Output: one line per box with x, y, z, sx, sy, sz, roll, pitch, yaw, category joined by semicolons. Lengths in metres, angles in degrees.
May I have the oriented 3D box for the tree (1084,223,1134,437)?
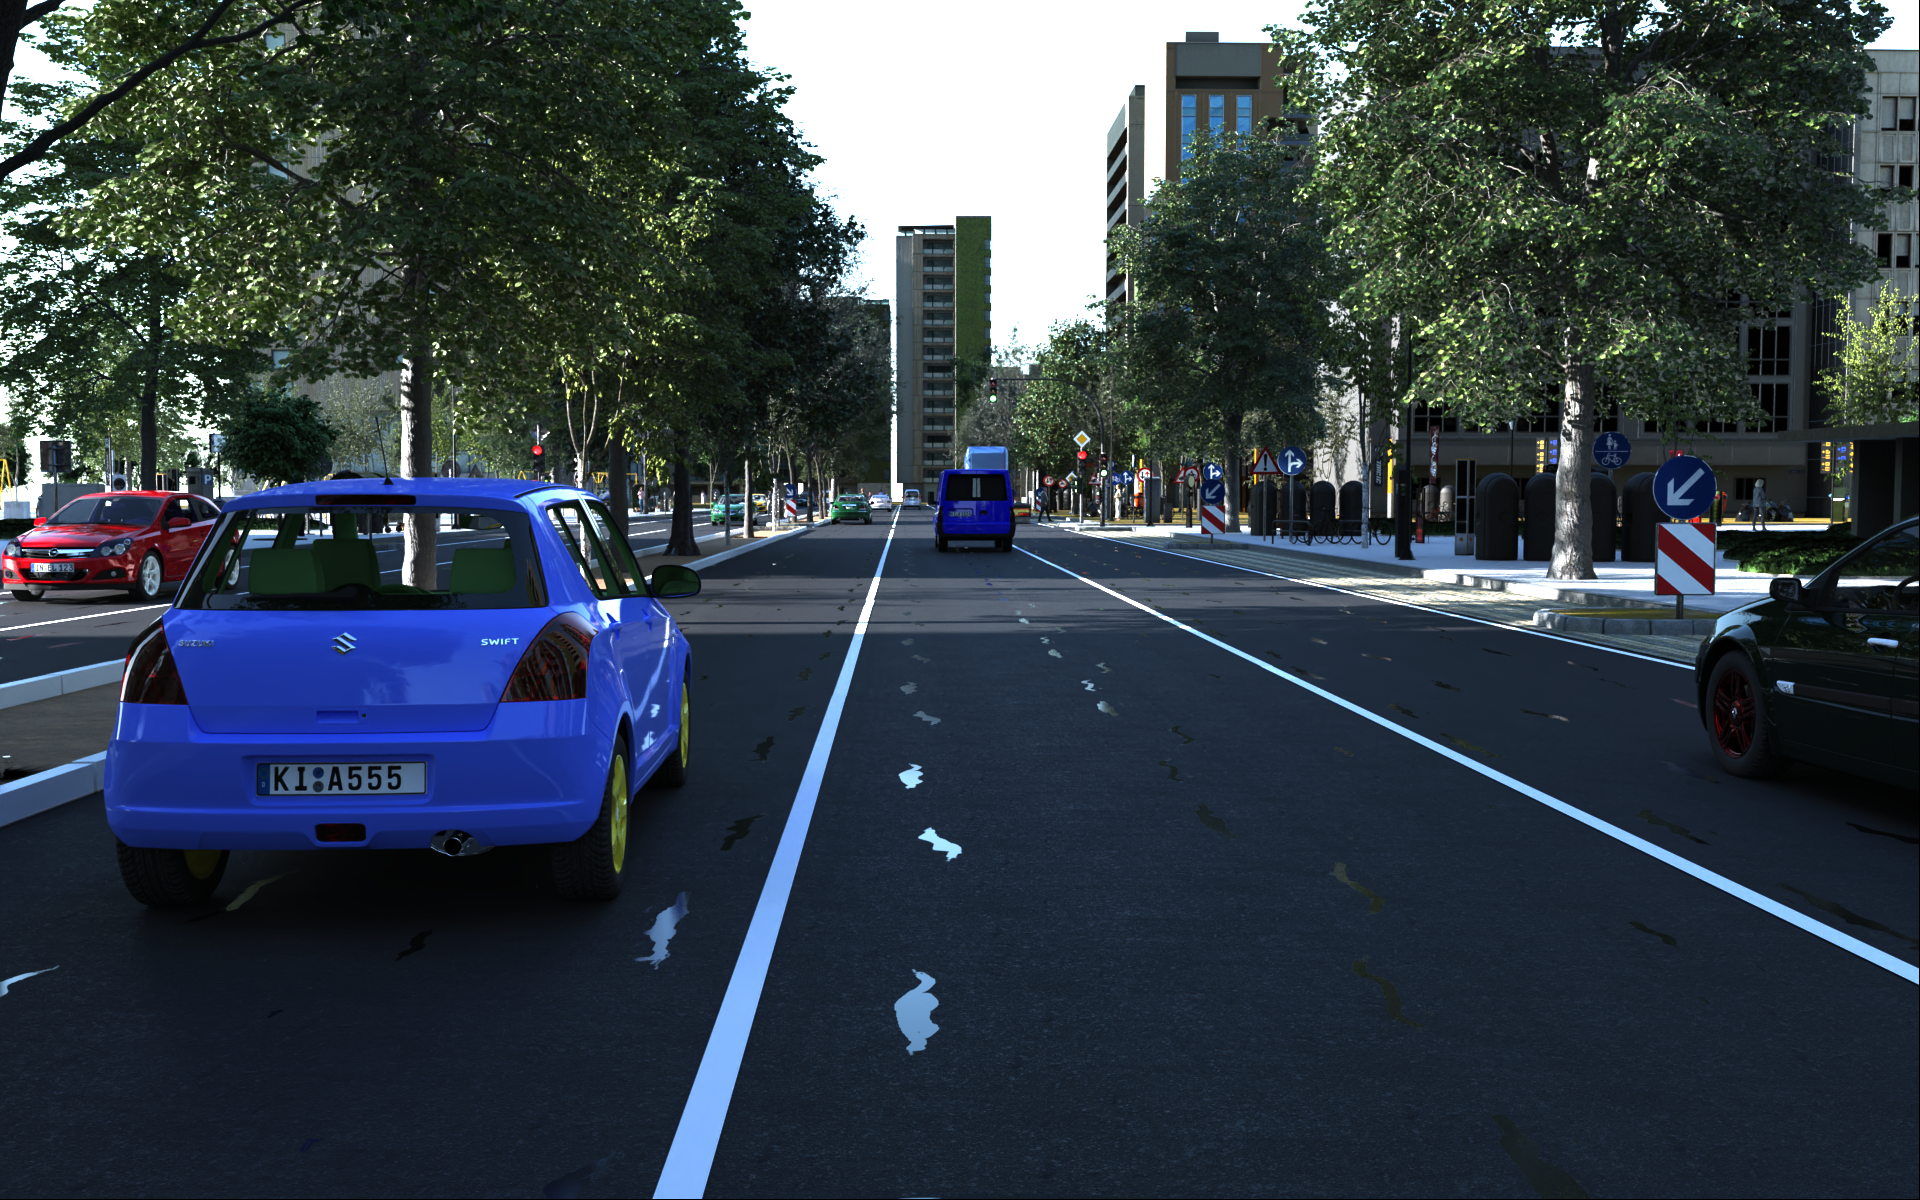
8.939;-9.221;57.411;9.857;13.997;8.962;0;3;0;tree

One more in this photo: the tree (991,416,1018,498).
4.664;-12.535;155.304;4.360;8.622;3.978;0;3;0;tree

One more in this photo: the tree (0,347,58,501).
-45.876;-8.145;83.534;4.360;8.622;3.978;0;3;0;tree

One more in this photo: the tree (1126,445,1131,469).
15.241;-12.102;148.237;4.737;8.622;4.395;0;3;0;tree

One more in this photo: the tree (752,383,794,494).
-6.380;-5.789;47.464;4.737;8.622;4.395;0;3;0;tree

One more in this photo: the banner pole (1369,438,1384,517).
18.641;-5.365;77.736;0.863;3.779;0.401;-1;4;-10;banner pole

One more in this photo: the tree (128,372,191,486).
-46.269;-9.105;99.230;4.360;8.622;3.978;0;3;0;tree

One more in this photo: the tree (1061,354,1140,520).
7.277;-8.367;87.161;4.360;8.622;3.978;0;3;0;tree

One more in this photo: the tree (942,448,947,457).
5.018;-15.902;170.375;12.009;13.543;11.850;0;3;0;tree

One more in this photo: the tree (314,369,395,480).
-36.009;-9.236;101.366;4.360;8.622;3.978;0;3;0;tree

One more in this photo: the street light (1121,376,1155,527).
6.989;-5.851;68.211;1.470;5.913;1.316;0;4;-2;street light

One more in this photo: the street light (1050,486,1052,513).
5.537;-8.803;116.462;1.470;5.913;1.316;0;4;-2;street light

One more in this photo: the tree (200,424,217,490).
-44.957;-9.582;107.029;4.360;8.622;3.978;0;3;0;tree

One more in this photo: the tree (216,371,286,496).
-40.939;-9.206;100.887;4.360;8.622;3.978;0;3;0;tree

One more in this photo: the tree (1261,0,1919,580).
9.320;-7.294;25.919;9.857;13.997;8.962;0;3;0;tree

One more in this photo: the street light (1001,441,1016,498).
4.286;-10.924;151.154;1.470;5.913;1.316;0;4;-2;street light

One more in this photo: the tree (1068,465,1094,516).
7.020;-6.455;100.141;1.663;3.219;1.824;0;3;0;tree

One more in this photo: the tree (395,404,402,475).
-44.193;-11.359;136.082;4.360;8.622;3.978;0;3;0;tree

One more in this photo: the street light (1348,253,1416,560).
8.185;-3.736;33.622;1.470;5.913;1.316;0;4;-2;street light

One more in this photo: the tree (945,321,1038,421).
4.259;-20.507;191.180;12.611;20.169;13.585;0;3;0;tree

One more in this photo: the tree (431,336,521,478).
-34.223;-13.307;127.934;12.009;13.543;11.850;0;3;0;tree

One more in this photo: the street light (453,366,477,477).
-17.639;-5.489;62.291;1.470;5.913;1.316;0;4;-2;street light

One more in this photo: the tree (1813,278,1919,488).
31.676;-6.720;60.227;4.737;8.622;4.395;0;3;0;tree

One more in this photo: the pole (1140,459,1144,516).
10.647;-6.586;101.521;0.158;3.312;0.155;0;3;0;pole

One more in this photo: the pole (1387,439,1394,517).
16.074;-4.329;64.629;0.158;3.312;0.155;0;3;0;pole

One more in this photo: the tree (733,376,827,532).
-7.073;-6.913;65.840;4.360;8.622;3.978;0;3;0;tree

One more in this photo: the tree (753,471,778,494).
-23.546;-13.708;207.844;4.285;4.588;4.351;0;3;0;tree

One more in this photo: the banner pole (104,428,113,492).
-31.978;-4.592;65.098;0.401;3.779;0.863;-1;4;-9;banner pole

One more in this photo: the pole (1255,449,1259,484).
13.442;-5.177;78.481;0.158;3.312;0.155;0;3;0;pole

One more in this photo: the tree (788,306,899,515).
-8.517;-12.674;116.333;9.857;13.997;8.962;0;3;0;tree

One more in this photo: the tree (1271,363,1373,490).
18.319;-8.300;86.065;4.360;8.622;3.978;0;3;0;tree

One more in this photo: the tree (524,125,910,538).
-6.831;-8.742;55.762;12.009;13.543;11.850;0;3;0;tree

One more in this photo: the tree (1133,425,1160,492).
16.840;-11.592;139.885;4.737;8.622;4.395;0;3;0;tree

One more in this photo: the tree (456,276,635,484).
-20.352;-10.992;86.370;9.857;13.997;8.962;0;3;0;tree

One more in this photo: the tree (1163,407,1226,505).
15.511;-9.512;105.885;4.737;8.622;4.395;0;3;0;tree

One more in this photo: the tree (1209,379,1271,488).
16.291;-8.680;92.283;4.360;8.622;3.978;0;3;0;tree

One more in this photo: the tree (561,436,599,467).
-32.303;-11.924;145.315;4.360;8.622;3.978;0;3;0;tree

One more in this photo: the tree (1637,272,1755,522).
22.351;-6.350;54.180;4.737;8.622;4.395;0;3;0;tree

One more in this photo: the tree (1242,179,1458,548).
9.746;-5.513;40.497;4.737;8.622;4.395;0;3;0;tree

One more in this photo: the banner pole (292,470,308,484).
-29.694;-5.389;78.124;0.863;3.779;0.401;-2;4;-33;banner pole

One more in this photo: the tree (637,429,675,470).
-21.892;-12.541;139.450;7.601;10.594;8.767;3;4;39;tree

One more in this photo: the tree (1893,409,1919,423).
36.070;-4.997;65.419;4.285;4.588;4.351;0;3;0;tree

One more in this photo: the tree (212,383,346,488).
-18.971;-3.950;48.302;4.285;4.588;4.351;0;3;0;tree

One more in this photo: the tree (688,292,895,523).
-7.441;-8.635;78.044;8.767;10.594;7.601;0;4;-2;tree

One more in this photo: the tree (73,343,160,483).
-40.596;-8.118;83.085;4.737;8.622;4.395;0;3;0;tree

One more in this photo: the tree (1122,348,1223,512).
15.673;-11.947;121.095;9.928;11.665;9.643;0;3;0;tree

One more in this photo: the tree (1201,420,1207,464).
17.479;-10.017;114.144;4.360;8.622;3.978;0;3;0;tree

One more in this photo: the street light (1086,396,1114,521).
6.639;-6.694;81.993;1.470;5.913;1.316;0;4;-2;street light

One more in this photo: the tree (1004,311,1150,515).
7.192;-11.705;108.384;9.611;12.733;9.660;0;3;0;tree

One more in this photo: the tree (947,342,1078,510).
5.367;-13.952;138.478;12.009;13.543;11.850;0;3;0;tree

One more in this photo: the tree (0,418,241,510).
-69.138;-10.813;139.695;20.602;7.101;11.467;-2;4;-33;tree

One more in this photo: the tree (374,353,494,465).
-33.027;-10.777;110.620;7.601;10.594;8.767;1;4;9;tree

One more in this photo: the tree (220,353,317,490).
-35.907;-8.519;89.653;4.737;8.622;4.395;0;3;0;tree

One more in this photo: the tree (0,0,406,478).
-17.633;-7.353;38.348;7.486;12.596;7.792;0;3;0;tree
